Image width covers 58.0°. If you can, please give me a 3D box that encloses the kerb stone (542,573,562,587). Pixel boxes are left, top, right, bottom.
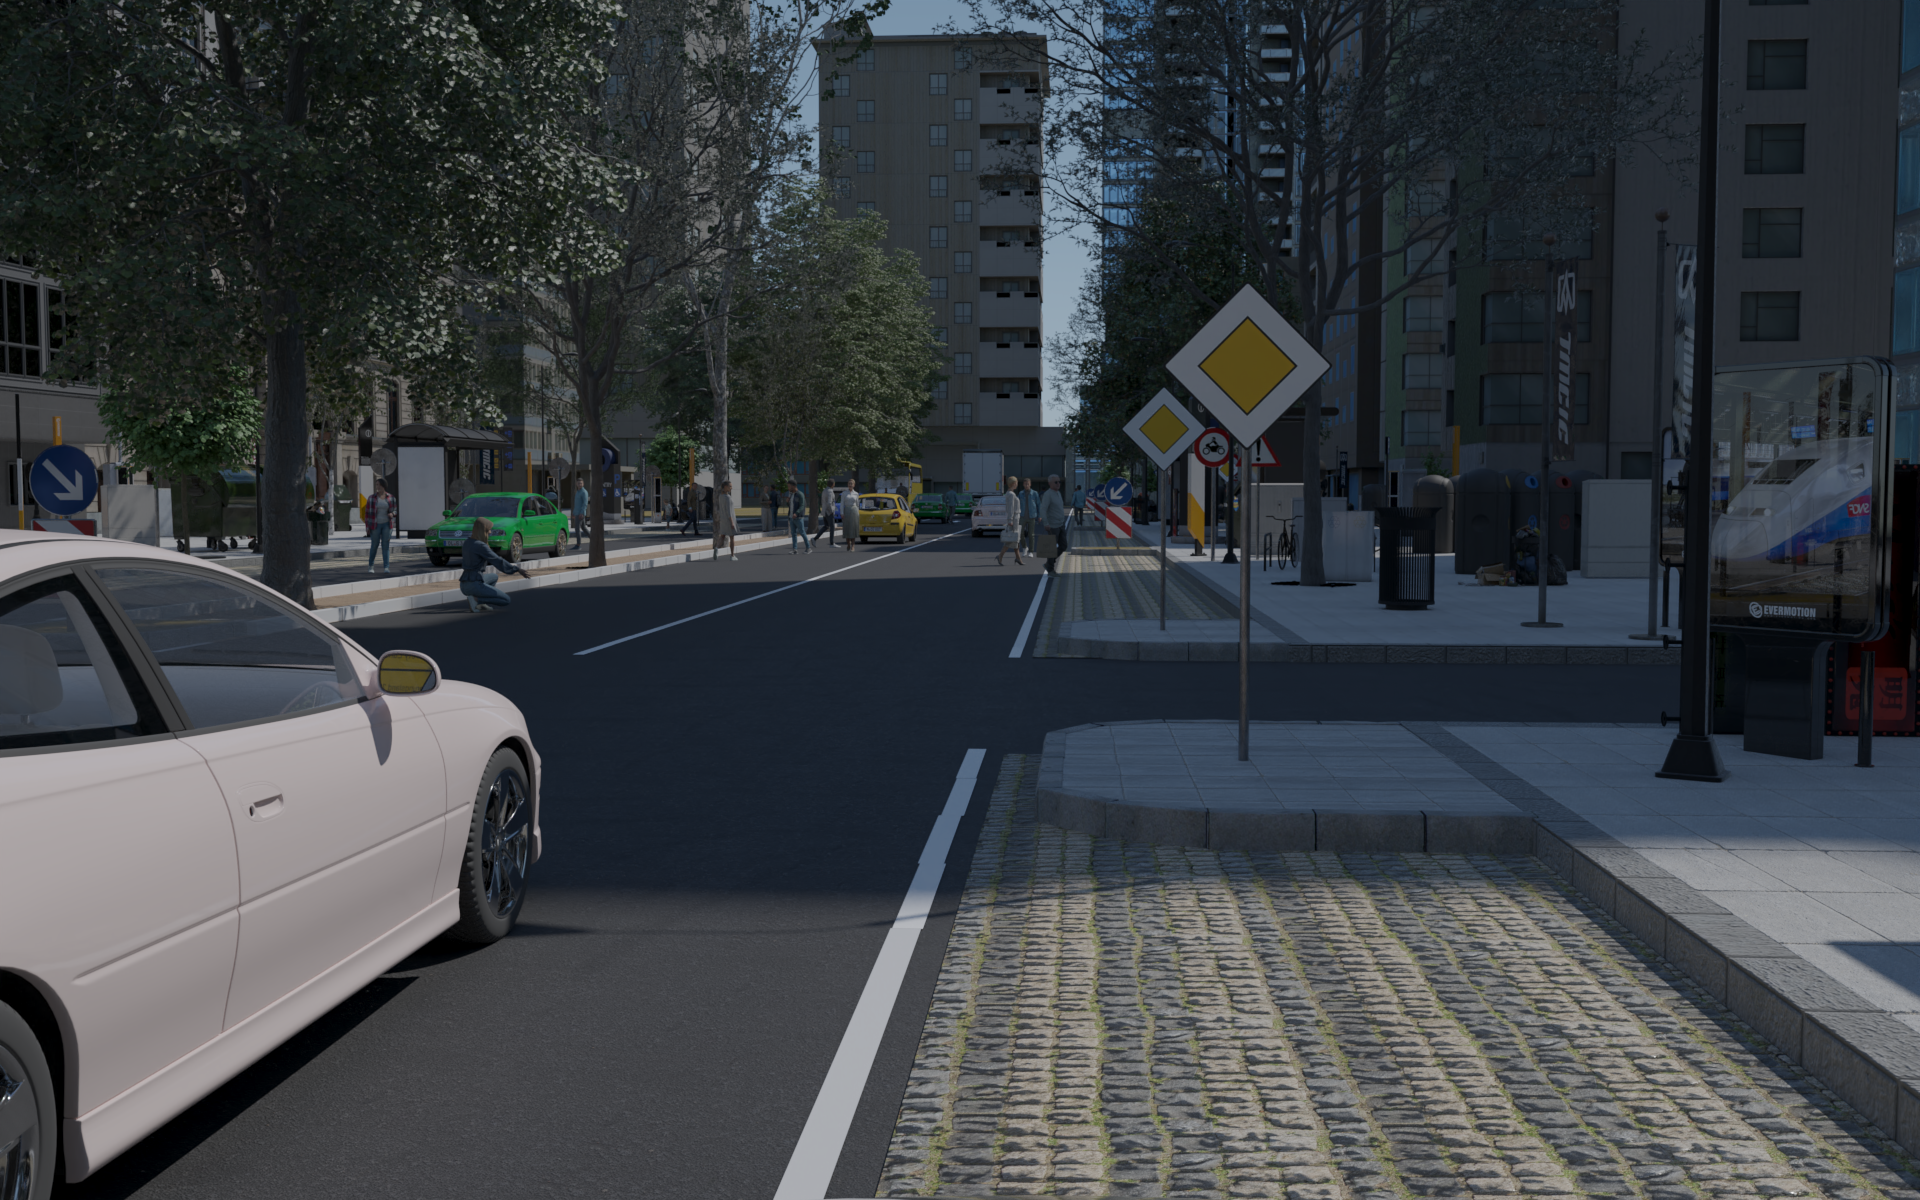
[{"bbox_3d":[-6.495,-0.305,27.181,0.120,0.150,1.000,0,4,4],"label":"kerb stone"}]

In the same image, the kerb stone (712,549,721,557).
[{"bbox_3d":[-5.658,-1.056,39.459,0.120,0.150,1.000,0,4,4],"label":"kerb stone"}]

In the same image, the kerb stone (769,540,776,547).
[{"bbox_3d":[-5.169,-1.489,46.611,0.120,0.150,1.000,0,4,4],"label":"kerb stone"}]

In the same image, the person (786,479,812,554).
[{"bbox_3d":[-3.904,-1.986,41.318,0.623,1.781,0.721,3,4,38],"label":"person"}]

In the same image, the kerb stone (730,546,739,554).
[{"bbox_3d":[-5.519,-1.181,41.500,0.120,0.150,1.000,0,4,4],"label":"kerb stone"}]

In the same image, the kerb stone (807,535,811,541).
[{"bbox_3d":[-4.754,-1.869,52.756,0.120,0.150,1.000,0,4,4],"label":"kerb stone"}]

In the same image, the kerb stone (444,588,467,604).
[{"bbox_3d":[-6.774,-0.055,23.096,0.120,0.150,1.000,0,4,4],"label":"kerb stone"}]

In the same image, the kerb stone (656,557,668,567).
[{"bbox_3d":[-6.013,-0.743,34.340,0.120,0.150,1.000,0,4,4],"label":"kerb stone"}]

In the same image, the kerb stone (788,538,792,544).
[{"bbox_3d":[-4.963,-1.676,49.671,0.120,0.150,1.000,0,4,4],"label":"kerb stone"}]

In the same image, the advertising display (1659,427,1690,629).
[{"bbox_3d":[6.932,-0.676,16.260,0.123,1.923,0.974,-1,4,-17],"label":"advertising display"}]

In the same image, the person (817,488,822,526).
[{"bbox_3d":[-6.381,-4.139,76.420,0.600,1.795,0.529,3,5,43],"label":"person"}]

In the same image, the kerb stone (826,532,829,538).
[{"bbox_3d":[-4.472,-2.115,56.843,0.120,0.150,1.000,0,4,4],"label":"kerb stone"}]

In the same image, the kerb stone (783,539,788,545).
[{"bbox_3d":[-5.033,-1.614,48.651,0.120,0.150,1.000,0,4,4],"label":"kerb stone"}]

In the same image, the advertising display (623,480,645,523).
[{"bbox_3d":[-14.630,-4.439,77.798,0.974,1.923,0.123,0,4,2],"label":"advertising display"}]

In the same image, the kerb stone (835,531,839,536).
[{"bbox_3d":[-4.341,-2.237,58.895,0.120,0.150,1.000,0,4,4],"label":"kerb stone"}]

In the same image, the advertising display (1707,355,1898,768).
[{"bbox_3d":[4.047,-0.199,8.463,0.123,1.923,0.974,-2,4,-30],"label":"advertising display"}]

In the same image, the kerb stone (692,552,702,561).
[{"bbox_3d":[-5.801,-0.931,37.412,0.120,0.150,1.000,0,4,4],"label":"kerb stone"}]

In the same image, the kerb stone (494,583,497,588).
[{"bbox_3d":[-6.712,-0.116,24.116,0.120,0.150,1.000,0,4,4],"label":"kerb stone"}]

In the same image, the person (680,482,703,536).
[{"bbox_3d":[-9.236,-3.132,59.624,0.836,1.842,0.656,-2,4,-25],"label":"person"}]

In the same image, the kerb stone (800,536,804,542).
[{"bbox_3d":[-4.823,-1.802,51.736,0.120,0.150,1.000,0,4,4],"label":"kerb stone"}]

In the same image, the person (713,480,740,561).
[{"bbox_3d":[-5.011,-1.706,37.145,0.466,1.731,0.760,1,4,22],"label":"person"}]

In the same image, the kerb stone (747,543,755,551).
[{"bbox_3d":[-5.384,-1.304,43.551,0.120,0.150,1.000,0,4,4],"label":"kerb stone"}]

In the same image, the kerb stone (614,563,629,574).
[{"bbox_3d":[-6.217,-0.555,31.277,0.120,0.150,1.000,0,4,4],"label":"kerb stone"}]

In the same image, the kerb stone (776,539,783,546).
[{"bbox_3d":[-5.094,-1.556,47.630,0.120,0.150,1.000,0,4,4],"label":"kerb stone"}]

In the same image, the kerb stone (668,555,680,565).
[{"bbox_3d":[-5.938,-0.806,35.368,0.120,0.150,1.000,0,4,4],"label":"kerb stone"}]

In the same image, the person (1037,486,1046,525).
[{"bbox_3d":[3.802,-4.356,79.708,0.713,1.824,0.794,-2,4,-35],"label":"person"}]

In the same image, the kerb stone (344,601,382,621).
[{"bbox_3d":[-6.977,0.133,20.024,0.120,0.150,1.000,0,4,4],"label":"kerb stone"}]

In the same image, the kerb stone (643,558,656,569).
[{"bbox_3d":[-6.080,-0.680,33.320,0.120,0.150,1.000,0,4,4],"label":"kerb stone"}]

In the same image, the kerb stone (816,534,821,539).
[{"bbox_3d":[-4.615,-1.994,54.796,0.120,0.150,1.000,0,4,4],"label":"kerb stone"}]

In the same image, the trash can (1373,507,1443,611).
[{"bbox_3d":[4.974,-0.466,19.265,0.748,1.137,0.748,0,3,0],"label":"trash can"}]

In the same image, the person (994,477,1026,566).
[{"bbox_3d":[1.008,-1.584,34.746,0.624,1.780,0.694,0,4,6],"label":"person"}]

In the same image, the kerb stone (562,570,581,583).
[{"bbox_3d":[-6.424,-0.368,28.204,0.120,0.150,1.000,0,4,4],"label":"kerb stone"}]

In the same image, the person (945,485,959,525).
[{"bbox_3d":[-0.440,-4.478,81.581,0.638,1.841,0.748,2,4,33],"label":"person"}]

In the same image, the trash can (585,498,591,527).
[{"bbox_3d":[-14.239,-3.395,67.167,0.748,1.137,0.748,0,3,0],"label":"trash can"}]

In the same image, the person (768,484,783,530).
[{"bbox_3d":[-7.486,-3.707,69.101,0.794,1.824,0.713,-1,4,-16],"label":"person"}]

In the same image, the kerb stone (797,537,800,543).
[{"bbox_3d":[-4.889,-1.743,50.700,0.120,0.150,1.000,0,4,4],"label":"kerb stone"}]

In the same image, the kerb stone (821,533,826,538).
[{"bbox_3d":[-4.548,-2.055,55.816,0.120,0.150,1.000,0,4,4],"label":"kerb stone"}]

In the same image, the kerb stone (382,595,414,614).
[{"bbox_3d":[-6.918,0.074,21.051,0.120,0.150,1.000,0,4,4],"label":"kerb stone"}]

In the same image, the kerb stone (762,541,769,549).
[{"bbox_3d":[-5.236,-1.431,45.590,0.120,0.150,1.000,0,4,4],"label":"kerb stone"}]

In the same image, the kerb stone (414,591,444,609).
[{"bbox_3d":[-6.846,0.008,22.071,0.120,0.150,1.000,0,4,4],"label":"kerb stone"}]

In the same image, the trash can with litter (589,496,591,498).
[{"bbox_3d":[-19.689,-4.926,91.600,1.678,1.210,2.233,1,4,14],"label":"trash can with litter"}]

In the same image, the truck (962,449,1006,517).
[{"bbox_3d":[1.591,-7.631,113.686,2.839,4.237,11.283,0,4,2],"label":"truck"}]

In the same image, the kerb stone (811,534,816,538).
[{"bbox_3d":[-4.681,-1.932,53.775,0.120,0.150,1.000,0,4,4],"label":"kerb stone"}]

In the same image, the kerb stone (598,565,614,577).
[{"bbox_3d":[-6.289,-0.493,30.257,0.120,0.150,1.000,0,4,4],"label":"kerb stone"}]

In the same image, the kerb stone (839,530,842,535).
[{"bbox_3d":[-4.257,-2.306,59.930,0.120,0.150,1.000,0,4,4],"label":"kerb stone"}]

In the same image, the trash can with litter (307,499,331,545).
[{"bbox_3d":[-16.292,-1.952,43.298,1.055,1.170,0.624,0,4,5],"label":"trash can with litter"}]

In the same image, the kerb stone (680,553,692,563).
[{"bbox_3d":[-5.864,-0.868,36.391,0.120,0.150,1.000,0,4,4],"label":"kerb stone"}]

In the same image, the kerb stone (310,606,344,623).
[{"bbox_3d":[-7.059,0.195,19.004,0.120,0.150,1.000,0,4,4],"label":"kerb stone"}]

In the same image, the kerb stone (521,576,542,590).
[{"bbox_3d":[-6.568,-0.240,26.162,0.120,0.150,1.000,0,4,4],"label":"kerb stone"}]

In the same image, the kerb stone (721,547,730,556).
[{"bbox_3d":[-5.594,-1.114,40.479,0.120,0.150,1.000,0,4,4],"label":"kerb stone"}]

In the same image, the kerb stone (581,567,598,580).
[{"bbox_3d":[-6.354,-0.430,29.232,0.120,0.150,1.000,0,4,4],"label":"kerb stone"}]

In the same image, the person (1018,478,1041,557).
[{"bbox_3d":[1.542,-1.863,39.305,0.601,1.785,0.444,1,4,14],"label":"person"}]

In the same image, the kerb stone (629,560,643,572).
[{"bbox_3d":[-6.149,-0.618,32.300,0.120,0.150,1.000,0,4,4],"label":"kerb stone"}]

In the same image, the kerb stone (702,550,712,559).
[{"bbox_3d":[-5.726,-0.993,38.437,0.120,0.150,1.000,0,4,4],"label":"kerb stone"}]

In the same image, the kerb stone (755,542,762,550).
[{"bbox_3d":[-5.315,-1.367,44.570,0.120,0.150,1.000,0,4,4],"label":"kerb stone"}]

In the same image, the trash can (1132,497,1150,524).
[{"bbox_3d":[7.637,-3.764,73.202,0.748,1.137,0.748,0,3,0],"label":"trash can"}]

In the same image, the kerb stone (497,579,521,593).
[{"bbox_3d":[-6.633,-0.179,25.140,0.120,0.150,1.000,0,4,4],"label":"kerb stone"}]

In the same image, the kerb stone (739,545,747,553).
[{"bbox_3d":[-5.443,-1.244,42.527,0.120,0.150,1.000,0,4,4],"label":"kerb stone"}]

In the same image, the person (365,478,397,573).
[{"bbox_3d":[-10.498,-1.350,31.407,0.563,1.720,0.643,-2,4,-25],"label":"person"}]
